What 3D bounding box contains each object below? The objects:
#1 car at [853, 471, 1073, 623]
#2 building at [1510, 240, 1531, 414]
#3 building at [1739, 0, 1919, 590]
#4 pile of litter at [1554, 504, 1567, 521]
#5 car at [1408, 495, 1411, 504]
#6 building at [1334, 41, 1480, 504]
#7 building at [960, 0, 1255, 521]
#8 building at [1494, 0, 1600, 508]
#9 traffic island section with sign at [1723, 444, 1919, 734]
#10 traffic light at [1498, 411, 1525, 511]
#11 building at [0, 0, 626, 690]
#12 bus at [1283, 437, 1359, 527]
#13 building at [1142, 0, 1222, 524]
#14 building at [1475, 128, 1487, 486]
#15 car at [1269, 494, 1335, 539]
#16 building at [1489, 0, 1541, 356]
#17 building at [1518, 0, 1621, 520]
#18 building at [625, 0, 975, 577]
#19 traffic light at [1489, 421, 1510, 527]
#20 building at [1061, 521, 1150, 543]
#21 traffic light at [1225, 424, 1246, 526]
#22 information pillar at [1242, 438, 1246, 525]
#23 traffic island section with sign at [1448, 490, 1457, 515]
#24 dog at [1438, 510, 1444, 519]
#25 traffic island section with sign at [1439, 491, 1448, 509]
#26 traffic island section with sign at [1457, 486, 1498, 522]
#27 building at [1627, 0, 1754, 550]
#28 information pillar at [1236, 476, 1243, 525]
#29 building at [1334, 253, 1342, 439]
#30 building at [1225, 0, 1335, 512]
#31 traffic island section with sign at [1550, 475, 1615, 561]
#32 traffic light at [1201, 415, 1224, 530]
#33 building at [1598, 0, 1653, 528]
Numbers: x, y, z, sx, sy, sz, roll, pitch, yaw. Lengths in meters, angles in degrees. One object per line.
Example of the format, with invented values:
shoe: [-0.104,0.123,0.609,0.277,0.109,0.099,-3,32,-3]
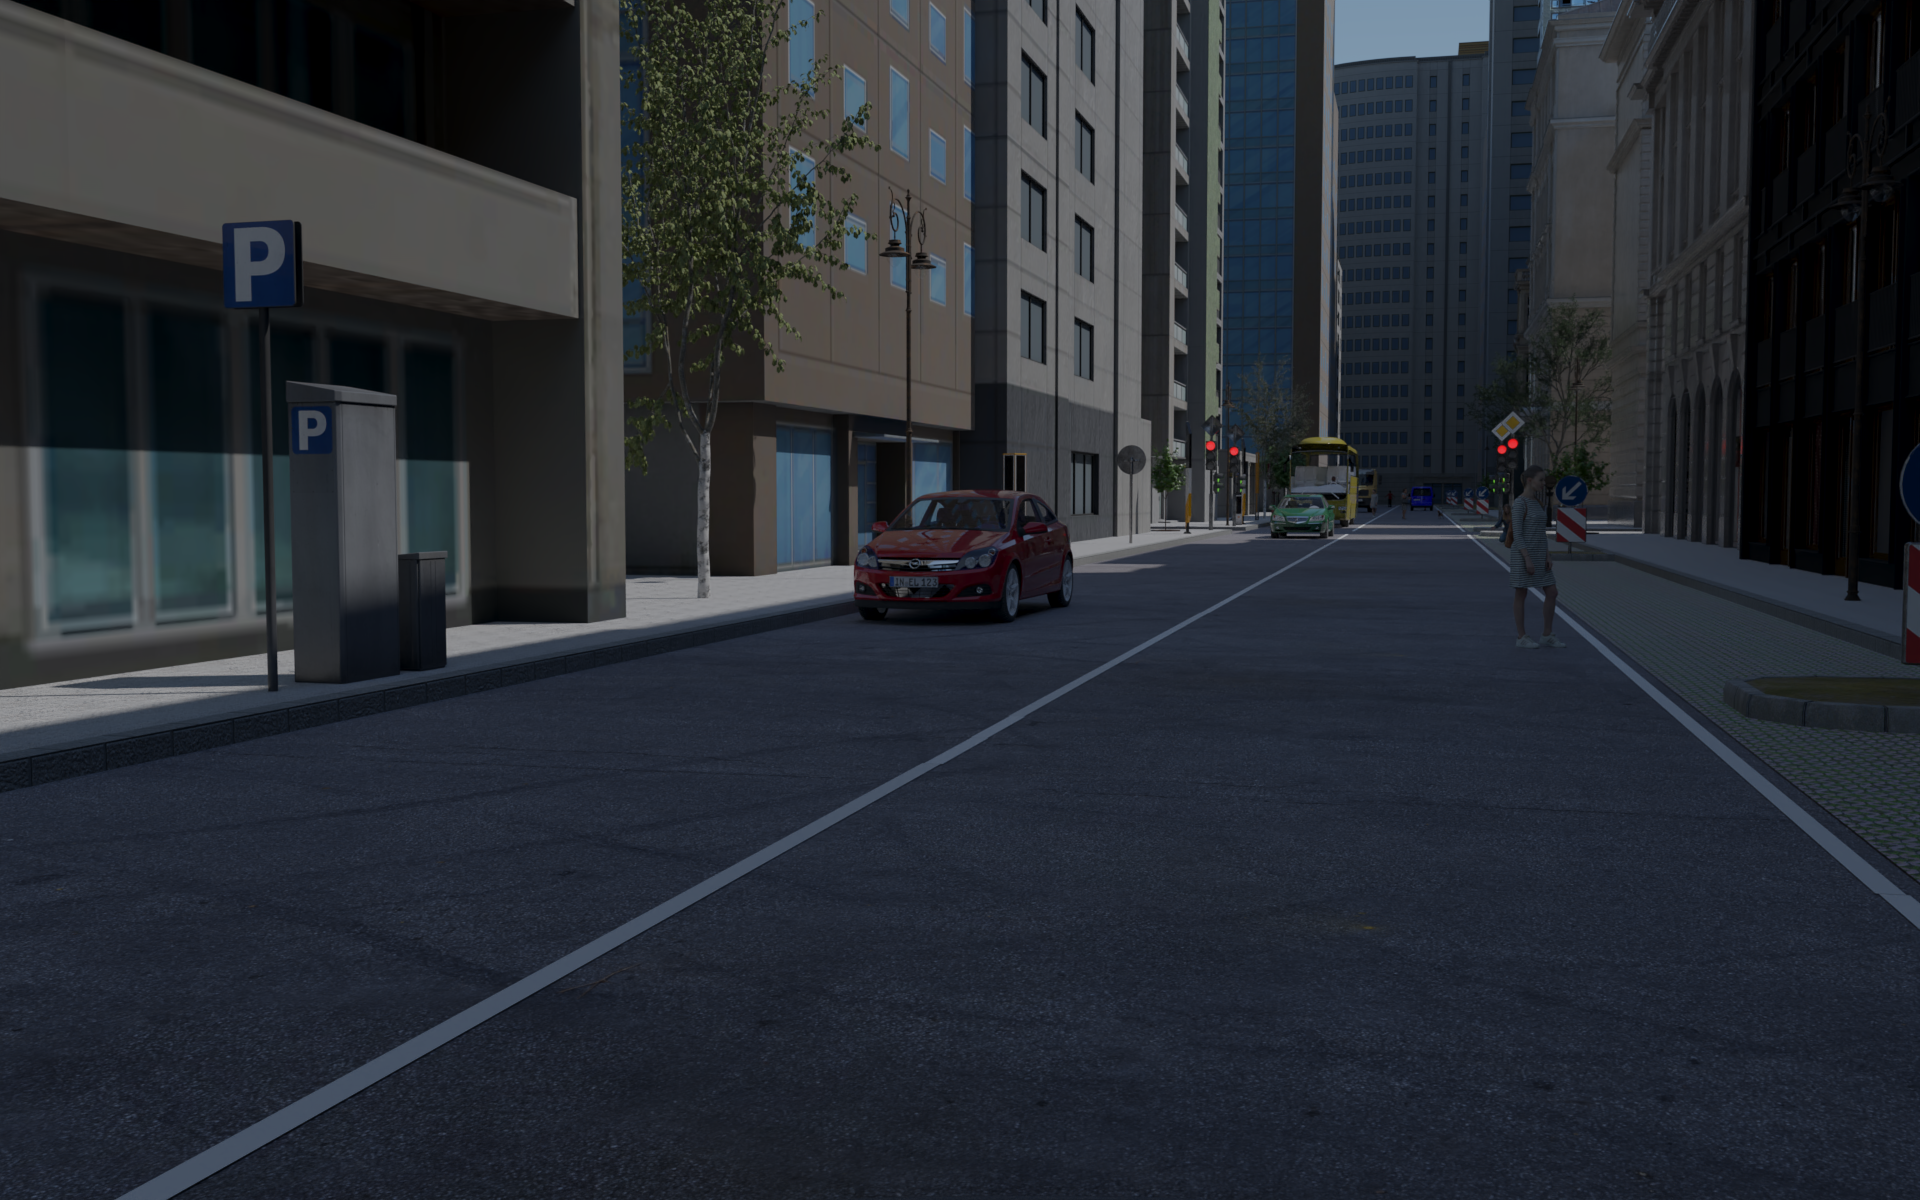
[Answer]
car: [0.119,-0.719,20.804,2.155,1.783,4.494,1,4,16]
building: [45.787,-18.383,119.646,14.460,24.649,34.723,1,4,15]
building: [19.271,-11.898,24.215,12.332,23.373,15.834,1,4,15]
pile of litter: [28.921,-4.189,82.449,1.176,0.858,1.719,1,4,14]
car: [55.586,-12.306,213.208,2.014,1.417,4.499,1,4,17]
building: [58.631,-42.167,231.430,28.212,58.520,21.231,1,4,15]
building: [7.547,-40.755,104.596,20.563,71.187,20.611,1,4,15]
building: [59.206,-51.180,149.463,22.319,86.520,31.000,1,4,15]
traffic island section with sign: [6.087,-0.155,11.159,1.989,1.847,2.006,1,4,15]
traffic light: [18.687,-4.268,58.710,0.839,4.253,0.868,1,4,15]
building: [-16.452,-23.572,9.101,21.300,48.544,21.600,1,4,15]
bus: [16.529,-5.306,78.292,2.896,3.916,12.252,1,4,15]
building: [3.913,-24.106,77.731,14.154,41.232,14.086,1,4,15]
building: [67.995,-33.728,201.555,14.600,45.320,14.200,1,4,15]
car: [11.366,-2.785,57.333,2.131,1.459,4.920,1,4,16]
building: [65.395,-38.987,179.439,21.231,58.520,28.212,1,4,15]
building: [37.775,-18.803,93.328,13.634,28.700,20.117,1,4,15]
building: [-7.812,-23.459,33.658,14.600,45.320,14.200,1,4,15]
traffic light: [20.737,-4.741,66.428,0.839,4.253,0.868,1,4,15]
building: [-6.169,-37.349,48.909,20.611,71.187,20.563,1,4,15]
traffic light: [10.960,-4.898,69.000,0.839,4.253,0.868,1,4,15]
information pillar: [11.893,-4.972,72.653,0.183,3.616,0.504,0,4,-1]
traffic island section with sign: [34.039,-6.589,116.359,1.989,1.847,2.006,1,4,15]
dog: [27.605,-4.907,99.519,0.540,0.507,0.406,3,5,42]
traffic island section with sign: [47.105,-9.600,165.592,1.989,1.847,2.006,1,4,15]
traffic island section with sign: [27.103,-4.996,90.308,1.989,1.847,2.006,1,4,15]
building: [25.010,-12.326,43.337,13.314,21.916,24.055,1,4,15]
information pillar: [11.531,-4.107,71.634,0.304,2.012,0.304,1,4,10]
building: [38.810,-26.772,209.429,14.107,30.474,14.160,1,4,15]
building: [20.185,-29.246,128.275,14.600,45.320,14.200,1,4,15]
traffic island section with sign: [13.150,-1.783,37.781,1.989,1.847,2.006,1,4,15]
traffic light: [8.909,-4.426,61.281,0.839,4.253,0.868,1,4,15]
building: [35.744,-14.583,67.316,19.941,23.489,11.050,1,4,15]
